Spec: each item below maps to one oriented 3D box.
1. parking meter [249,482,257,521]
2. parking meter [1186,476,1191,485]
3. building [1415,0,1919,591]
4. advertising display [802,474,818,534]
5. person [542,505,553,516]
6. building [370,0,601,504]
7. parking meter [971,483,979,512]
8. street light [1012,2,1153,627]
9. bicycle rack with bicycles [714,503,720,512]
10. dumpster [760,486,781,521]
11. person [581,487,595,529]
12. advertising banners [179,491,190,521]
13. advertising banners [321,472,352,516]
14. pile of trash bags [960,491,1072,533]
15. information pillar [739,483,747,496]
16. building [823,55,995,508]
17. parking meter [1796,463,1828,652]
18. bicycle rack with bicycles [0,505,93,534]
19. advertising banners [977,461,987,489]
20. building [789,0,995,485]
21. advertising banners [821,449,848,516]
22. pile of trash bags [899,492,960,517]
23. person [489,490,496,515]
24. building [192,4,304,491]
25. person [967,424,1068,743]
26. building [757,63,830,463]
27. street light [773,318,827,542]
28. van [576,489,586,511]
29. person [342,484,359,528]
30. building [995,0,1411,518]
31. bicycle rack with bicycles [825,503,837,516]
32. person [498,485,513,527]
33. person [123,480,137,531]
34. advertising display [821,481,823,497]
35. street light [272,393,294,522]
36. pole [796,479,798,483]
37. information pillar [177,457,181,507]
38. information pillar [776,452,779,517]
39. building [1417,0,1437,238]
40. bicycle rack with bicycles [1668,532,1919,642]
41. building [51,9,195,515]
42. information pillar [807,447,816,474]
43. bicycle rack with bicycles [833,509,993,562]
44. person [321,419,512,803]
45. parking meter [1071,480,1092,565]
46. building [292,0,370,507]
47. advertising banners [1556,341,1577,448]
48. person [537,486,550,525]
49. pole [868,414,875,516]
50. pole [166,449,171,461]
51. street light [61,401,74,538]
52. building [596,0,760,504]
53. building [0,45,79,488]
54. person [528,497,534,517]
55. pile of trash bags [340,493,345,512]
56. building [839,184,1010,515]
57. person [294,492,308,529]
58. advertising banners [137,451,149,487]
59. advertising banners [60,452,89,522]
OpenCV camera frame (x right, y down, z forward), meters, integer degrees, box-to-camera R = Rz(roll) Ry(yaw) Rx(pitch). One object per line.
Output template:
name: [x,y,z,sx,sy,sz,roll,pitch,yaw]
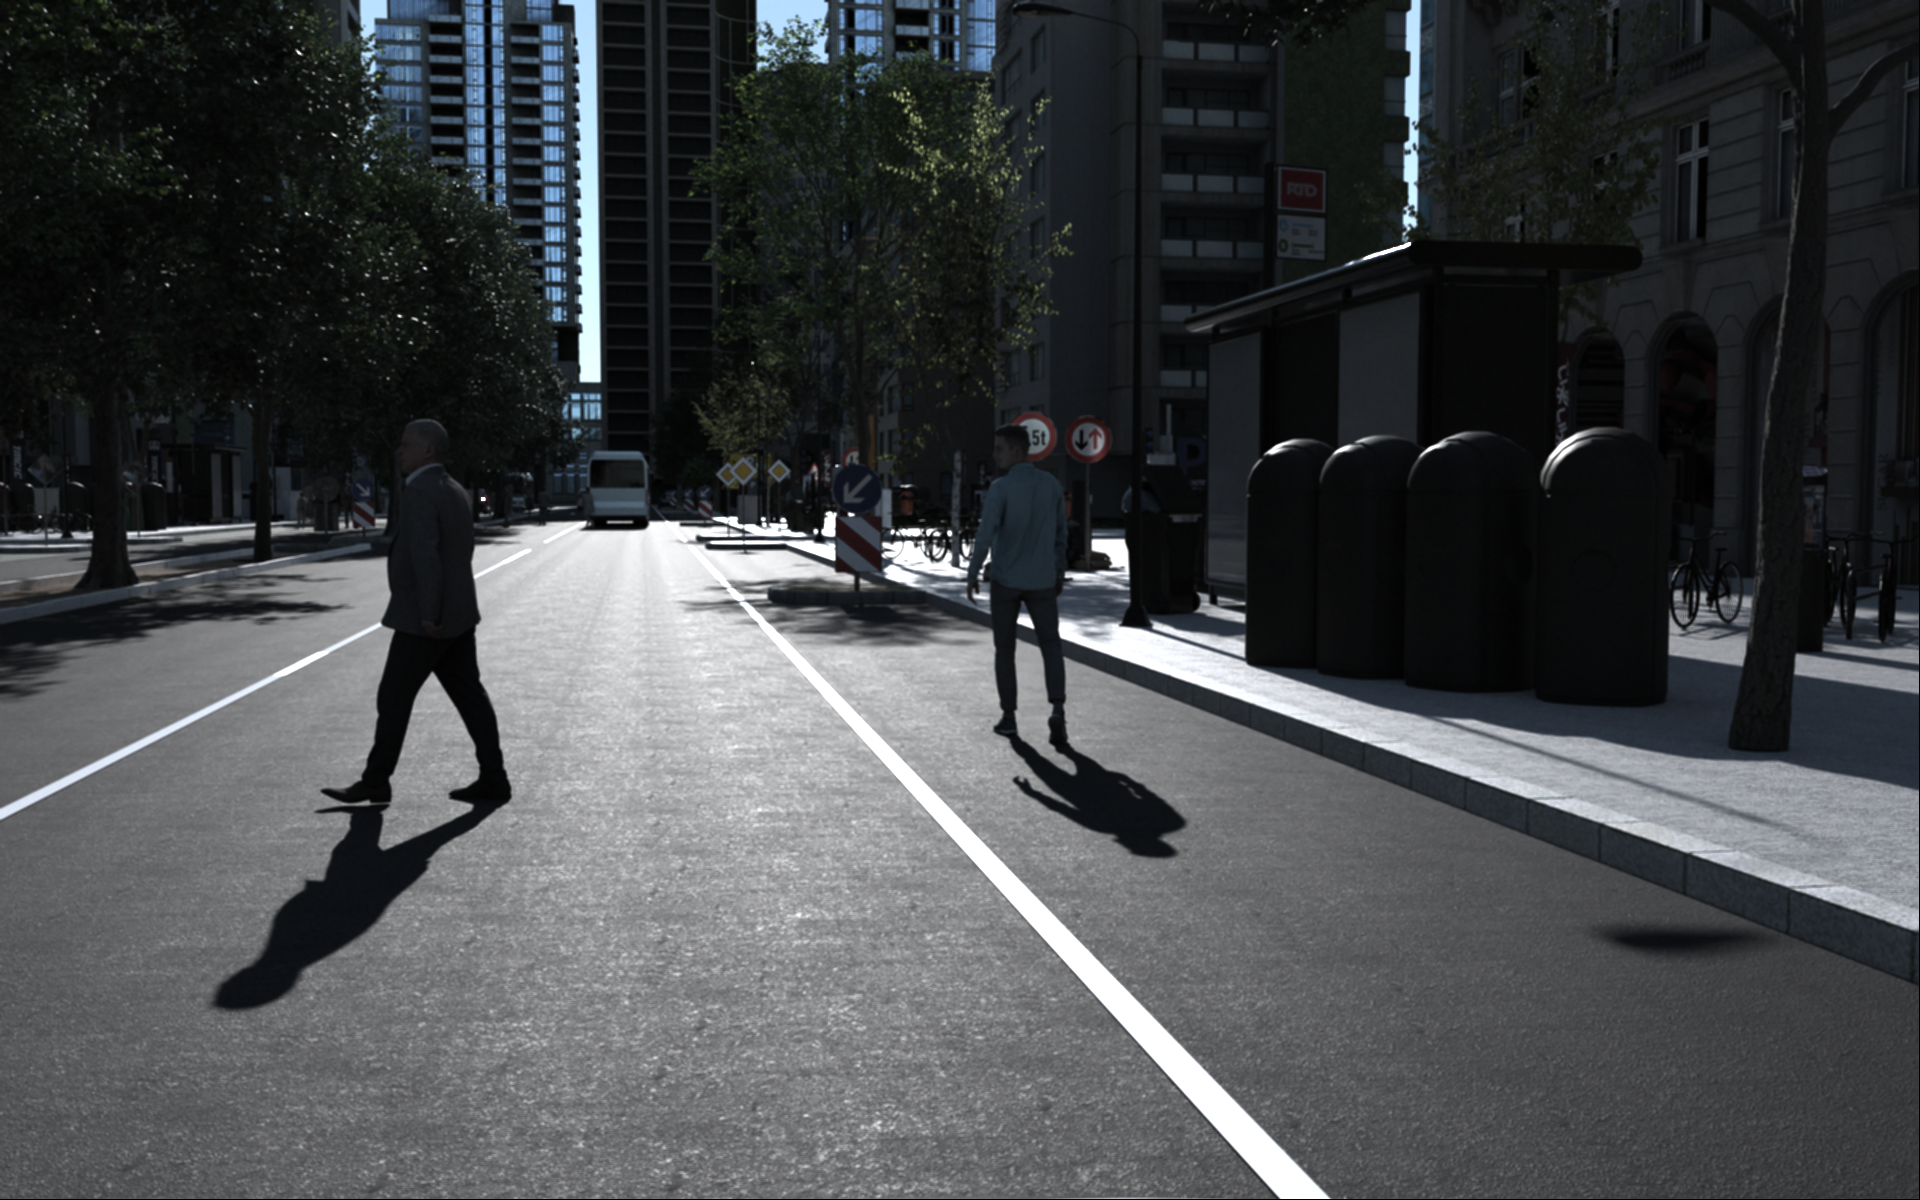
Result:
parking meter: [-33.736,-4.711,82.731,0.399,1.863,0.255,3,5,45]
parking meter: [7.228,-3.061,55.759,0.255,1.863,0.399,-1,4,-22]
building: [17.808,-11.261,25.918,13.314,21.916,24.055,-1,4,-10]
advertising display: [-4.908,-3.115,56.147,0.123,1.923,0.974,-2,4,-23]
person: [-27.336,-6.161,114.727,0.738,1.151,1.012,1,4,20]
building: [-62.676,-55.805,225.086,31.000,86.520,22.319,-1,4,-10]
parking meter: [0.795,-5.413,94.217,0.399,1.863,0.255,-2,4,-33]
street light: [1.181,-2.696,16.620,1.470,5.913,1.316,-1,4,-10]
bicycle rack with bicycles: [-15.993,-6.628,121.742,2.925,0.926,2.852,1,4,15]
dumpster: [-9.035,-4.654,81.845,1.264,1.857,1.865,-1,4,-10]
person: [-15.185,-3.769,70.876,0.760,1.731,0.466,3,4,37]
advertising banners: [-35.972,-5.257,82.136,2.074,3.025,0.090,-1,4,-17]
advertising banners: [-36.559,-6.429,101.297,2.074,3.025,0.090,-1,4,-9]
pile of trash bags: [2.025,-2.844,56.251,3.447,1.369,1.912,-1,4,-17]
information pillar: [-10.164,-4.692,81.211,0.304,2.012,0.304,3,5,44]
building: [3.995,-28.264,153.998,32.217,40.220,23.993,-1,4,-10]
parking meter: [6.872,-0.352,14.168,0.372,1.533,0.369,0,3,0]
bicycle rack with bicycles: [-29.907,-2.642,56.574,2.925,0.926,2.852,-1,4,-20]
advertising banners: [1.901,-5.788,90.819,2.074,3.025,0.090,0,4,-1]
building: [-5.353,-52.973,178.775,22.319,86.520,31.000,-1,4,-10]
advertising banners: [-4.574,-4.397,68.074,2.074,3.025,0.090,-3,4,-36]
pile of trash bags: [-1.157,-3.664,69.654,3.447,1.369,1.912,3,5,44]
person: [-31.150,-6.513,115.322,0.374,1.781,0.599,-3,5,-44]
building: [-64.084,-50.201,133.457,22.319,86.520,31.000,-1,4,-10]
person: [0.361,-0.108,10.132,0.638,1.841,0.748,-1,4,-12]
building: [-13.298,-42.389,235.062,28.212,58.520,21.231,-1,4,-10]
street light: [-4.275,-4.491,45.969,1.470,5.913,1.316,-1,4,-10]
van: [-32.392,-8.783,150.617,2.013,2.044,4.112,-1,4,-9]
person: [-25.398,-3.904,72.132,0.655,1.846,0.447,-2,4,-27]
building: [9.591,-23.827,73.170,14.086,41.232,14.154,-1,4,-10]
bicycle rack with bicycles: [-7.402,-5.418,101.972,2.852,0.926,2.925,3,4,36]
person: [-19.565,-4.034,74.551,0.694,1.812,0.767,2,4,31]
person: [-19.641,-1.944,40.538,0.600,1.795,0.529,0,4,-4]
advertising display: [-6.801,-4.604,80.488,0.974,1.923,0.123,2,4,28]
street light: [-30.606,-6.494,78.711,1.470,5.913,1.316,-1,4,-10]
pole: [-8.217,-5.750,87.859,0.158,3.312,0.155,0,3,0]
information pillar: [-40.549,-6.058,90.410,0.504,3.616,0.183,-2,4,-29]
information pillar: [-10.074,-6.368,95.479,0.183,3.616,0.504,-1,4,-17]
building: [38.436,-28.368,83.427,30.456,49.044,23.786,-1,4,-10]
bicycle rack with bicycles: [7.859,-0.192,16.520,2.852,0.926,2.925,3,4,38]
building: [-53.512,-25.428,99.341,14.154,41.232,14.086,-1,4,-10]
information pillar: [-7.471,-5.841,86.855,0.504,3.616,0.183,2,4,25]
bicycle rack with bicycles: [-0.415,-1.276,34.248,2.852,0.926,2.925,3,5,42]
person: [-2.527,0.052,8.050,0.834,1.777,0.661,0,4,-5]
parking meter: [2.217,-1.415,31.551,0.372,1.533,0.369,0,3,0]
building: [-74.500,-38.539,172.116,28.212,58.520,21.231,-1,4,-10]
advertising banners: [6.350,-1.425,19.480,2.074,3.025,0.090,-3,5,-40]
person: [-19.281,-4.375,80.223,0.606,1.804,0.583,-1,4,-14]
pole: [-2.266,-3.084,44.266,0.158,3.312,0.155,0,3,0]
pole: [-34.657,-5.019,75.901,0.158,3.312,0.155,0,3,0]
street light: [-25.344,-4.744,50.108,1.470,5.913,1.316,-1,4,-10]
building: [-37.095,-48.371,229.120,20.611,71.187,20.563,-1,4,-10]
building: [-102.749,-31.363,167.407,28.867,44.769,22.147,-1,4,-10]
person: [-26.415,-5.713,106.575,0.373,1.253,0.362,0,4,-4]
pile of trash bags: [-44.703,-6.880,122.242,1.912,1.369,3.447,3,4,37]
building: [7.536,-16.387,112.961,27.650,21.520,28.899,-1,4,-10]
person: [-27.118,-3.681,71.281,0.523,1.515,0.503,2,4,26]
advertising banners: [-34.217,-4.570,70.900,2.074,3.025,0.090,-1,4,-18]
advertising banners: [-37.361,-4.736,73.622,0.090,3.025,2.074,1,4,19]
